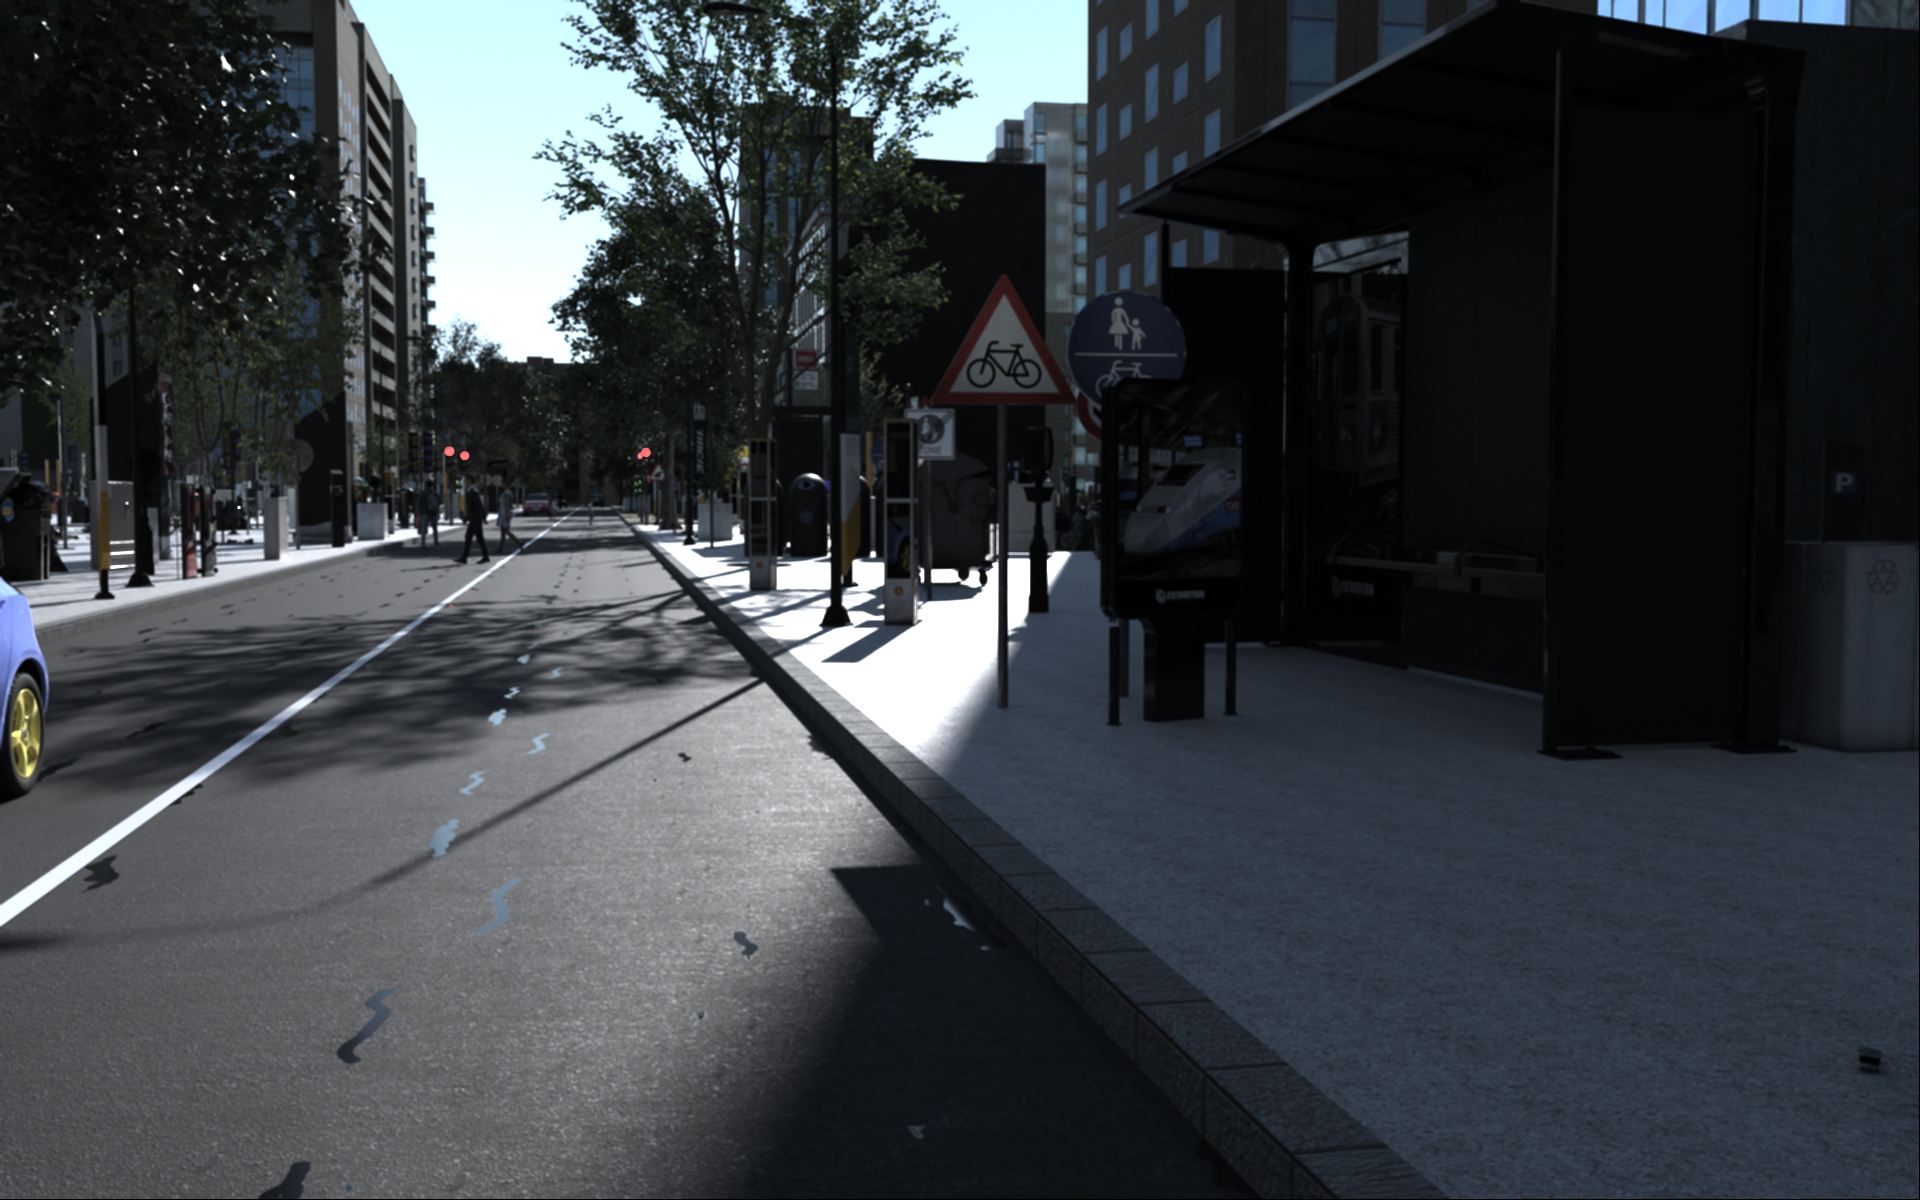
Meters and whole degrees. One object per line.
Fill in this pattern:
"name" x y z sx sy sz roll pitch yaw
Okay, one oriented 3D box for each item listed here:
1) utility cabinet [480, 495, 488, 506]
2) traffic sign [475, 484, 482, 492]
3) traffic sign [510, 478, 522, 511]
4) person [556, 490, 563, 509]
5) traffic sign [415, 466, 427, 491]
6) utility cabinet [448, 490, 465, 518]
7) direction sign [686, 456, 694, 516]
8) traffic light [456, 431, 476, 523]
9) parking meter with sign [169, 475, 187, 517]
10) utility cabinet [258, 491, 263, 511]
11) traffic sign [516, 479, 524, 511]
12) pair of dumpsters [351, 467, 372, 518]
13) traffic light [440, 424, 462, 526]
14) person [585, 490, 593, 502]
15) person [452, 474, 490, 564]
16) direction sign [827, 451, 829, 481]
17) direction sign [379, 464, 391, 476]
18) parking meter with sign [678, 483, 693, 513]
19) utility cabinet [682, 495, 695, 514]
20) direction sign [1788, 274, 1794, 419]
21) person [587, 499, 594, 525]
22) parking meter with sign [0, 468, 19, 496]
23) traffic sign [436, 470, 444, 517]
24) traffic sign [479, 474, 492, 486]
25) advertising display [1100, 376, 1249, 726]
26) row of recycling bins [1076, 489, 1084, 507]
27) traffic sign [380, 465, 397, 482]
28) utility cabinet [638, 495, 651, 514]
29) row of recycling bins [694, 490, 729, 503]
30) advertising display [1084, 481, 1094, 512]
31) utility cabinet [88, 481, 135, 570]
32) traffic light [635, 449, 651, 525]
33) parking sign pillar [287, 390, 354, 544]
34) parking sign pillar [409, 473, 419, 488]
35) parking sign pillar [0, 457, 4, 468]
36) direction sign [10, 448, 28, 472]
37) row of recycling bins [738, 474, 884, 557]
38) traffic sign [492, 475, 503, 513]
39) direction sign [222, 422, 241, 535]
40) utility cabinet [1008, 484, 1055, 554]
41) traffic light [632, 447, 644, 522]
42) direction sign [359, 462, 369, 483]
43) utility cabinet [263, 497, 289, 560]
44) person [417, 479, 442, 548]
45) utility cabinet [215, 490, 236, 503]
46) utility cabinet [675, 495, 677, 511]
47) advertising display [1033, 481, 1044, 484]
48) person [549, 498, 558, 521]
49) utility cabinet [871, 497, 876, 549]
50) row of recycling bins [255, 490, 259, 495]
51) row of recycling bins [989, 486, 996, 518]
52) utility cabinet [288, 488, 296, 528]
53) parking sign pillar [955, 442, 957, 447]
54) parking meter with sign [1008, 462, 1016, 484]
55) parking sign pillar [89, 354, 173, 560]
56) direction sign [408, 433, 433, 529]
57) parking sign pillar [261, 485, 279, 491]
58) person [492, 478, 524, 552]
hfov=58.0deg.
"utility cabinet" -31.312 -6.185 112.284 1.020 1.237 0.306 0 4 4
"traffic sign" -41.298 -9.086 148.561 0.884 2.594 0.081 -1 4 -9
"traffic sign" -34.263 -8.176 133.679 0.884 2.594 0.081 -1 4 -11
"person" -38.110 -9.593 164.980 0.705 1.869 1.348 -3 5 -43
"traffic sign" -24.632 -4.861 79.586 0.768 2.556 0.104 0 4 -5
"utility cabinet" -27.012 -5.174 93.278 1.173 1.500 0.318 0 4 0
"direction sign" -15.879 -6.796 103.110 0.876 3.537 0.379 0 4 -7
"traffic light" -21.976 -5.390 77.046 0.839 4.253 0.868 -1 4 -12
"parking meter with sign" -44.499 -6.283 98.980 1.738 3.016 0.543 1 4 21
"utility cabinet" -52.559 -7.475 130.892 1.173 1.500 0.318 0 4 2
"traffic sign" -34.415 -8.184 134.995 0.795 2.450 0.064 0 4 -7
"pair of dumpsters" -21.626 -3.550 60.533 1.574 2.255 4.437 -1 4 -12
"traffic light" -20.346 -4.912 69.229 0.839 4.253 0.868 -1 4 -12
"person" -37.233 -10.113 173.947 0.705 1.812 1.348 1 4 22
"person" -10.074 -1.675 35.671 0.755 1.850 0.659 -1 4 -12
"direction sign" -6.910 -6.050 90.906 0.379 3.537 0.876 -1 4 -10
"direction sign" -43.843 -8.567 132.060 0.876 3.537 0.379 -2 4 -32
"parking meter with sign" -18.136 -7.302 115.651 1.738 3.016 0.543 0 4 -8
"utility cabinet" -16.949 -5.972 108.800 1.020 1.237 0.306 1 4 10
"direction sign" 8.164 -1.594 18.060 0.876 3.537 0.379 1 4 17
"person" -17.240 -4.100 80.547 0.382 1.210 0.505 -2 4 -35
"parking meter with sign" -27.555 -3.285 49.973 1.738 3.016 0.543 -1 4 -16
"traffic sign" -27.797 -5.654 92.444 0.884 2.594 0.081 -1 4 -11
"traffic sign" -29.377 -6.555 107.272 0.768 2.556 0.104 0 4 -3
"advertising display" 1.218 -0.281 9.802 0.974 1.923 0.123 -2 4 -32
"row of recycling bins" 9.854 -8.221 141.520 1.069 1.692 3.534 3 4 37
"traffic sign" -25.181 -4.653 76.078 0.884 2.594 0.081 -1 4 -10
"utility cabinet" -20.406 -6.167 111.988 0.306 1.237 1.020 -3 5 -42
"row of recycling bins" -16.692 -6.750 117.477 3.534 1.692 1.069 -1 4 -14
"advertising display" 6.388 -4.834 84.241 0.123 1.923 0.974 -2 4 -34
"utility cabinet" -14.257 -1.260 29.272 0.318 1.500 1.173 0 3 0
"traffic light" -12.849 -5.008 70.803 0.839 4.253 0.868 -1 4 -12
"parking sign pillar" -16.560 -3.458 45.018 1.447 3.967 1.447 0 4 -7
"parking sign pillar" -41.315 -8.738 131.332 1.447 3.967 1.447 0 4 3
"parking sign pillar" -70.297 -8.417 126.089 1.447 3.967 1.447 -2 4 -29
"direction sign" -49.436 -6.062 91.115 0.876 3.537 0.379 0 4 3
"row of recycling bins" -2.702 -1.740 35.564 3.534 1.692 1.069 0 4 3
"traffic sign" -30.666 -7.016 114.816 0.768 2.556 0.104 0 4 -4
"direction sign" -22.998 -3.838 54.754 0.379 3.537 0.876 1 4 11
"utility cabinet" 1.427 -1.730 36.957 1.173 1.500 0.318 1 4 14
"traffic light" -14.479 -5.486 78.620 0.839 4.253 0.868 -1 4 -12
"direction sign" -42.421 -8.033 123.340 0.379 3.537 0.876 2 4 24
"utility cabinet" -13.502 -1.407 34.166 0.306 1.237 1.020 -1 4 -12
"person" -14.006 -2.269 45.577 0.794 1.824 0.713 1 4 12
"utility cabinet" -40.868 -5.358 96.286 1.173 1.500 0.318 -3 5 -40
"utility cabinet" -16.542 -5.407 99.566 0.306 1.237 1.020 0 4 2
"advertising display" 2.582 -3.374 60.380 0.123 1.923 0.974 -2 4 -34
"person" -21.808 -4.860 92.975 0.382 1.210 0.505 1 4 17
"utility cabinet" -1.835 -1.806 40.692 1.020 1.237 0.306 0 4 6
"row of recycling bins" -54.312 -7.938 136.894 3.534 1.692 1.069 -3 4 -36
"row of recycling bins" 2.775 -5.004 88.928 3.534 1.692 1.069 0 4 3
"utility cabinet" -24.592 -3.402 64.300 0.318 1.500 1.173 -3 4 -38
"parking sign pillar" -0.379 -6.200 89.839 1.447 3.967 1.447 -2 4 -26
"parking meter with sign" 2.774 -5.992 94.229 0.543 3.016 1.738 1 4 21
"parking sign pillar" -16.121 -2.761 33.622 1.447 3.967 1.447 0 4 -4
"direction sign" -19.867 -4.396 63.870 0.876 3.537 0.379 0 4 -1
"parking sign pillar" -41.342 -7.160 105.539 1.447 3.967 1.447 1 4 10
"person" -11.080 -2.070 42.437 0.778 1.811 0.616 0 4 -2
